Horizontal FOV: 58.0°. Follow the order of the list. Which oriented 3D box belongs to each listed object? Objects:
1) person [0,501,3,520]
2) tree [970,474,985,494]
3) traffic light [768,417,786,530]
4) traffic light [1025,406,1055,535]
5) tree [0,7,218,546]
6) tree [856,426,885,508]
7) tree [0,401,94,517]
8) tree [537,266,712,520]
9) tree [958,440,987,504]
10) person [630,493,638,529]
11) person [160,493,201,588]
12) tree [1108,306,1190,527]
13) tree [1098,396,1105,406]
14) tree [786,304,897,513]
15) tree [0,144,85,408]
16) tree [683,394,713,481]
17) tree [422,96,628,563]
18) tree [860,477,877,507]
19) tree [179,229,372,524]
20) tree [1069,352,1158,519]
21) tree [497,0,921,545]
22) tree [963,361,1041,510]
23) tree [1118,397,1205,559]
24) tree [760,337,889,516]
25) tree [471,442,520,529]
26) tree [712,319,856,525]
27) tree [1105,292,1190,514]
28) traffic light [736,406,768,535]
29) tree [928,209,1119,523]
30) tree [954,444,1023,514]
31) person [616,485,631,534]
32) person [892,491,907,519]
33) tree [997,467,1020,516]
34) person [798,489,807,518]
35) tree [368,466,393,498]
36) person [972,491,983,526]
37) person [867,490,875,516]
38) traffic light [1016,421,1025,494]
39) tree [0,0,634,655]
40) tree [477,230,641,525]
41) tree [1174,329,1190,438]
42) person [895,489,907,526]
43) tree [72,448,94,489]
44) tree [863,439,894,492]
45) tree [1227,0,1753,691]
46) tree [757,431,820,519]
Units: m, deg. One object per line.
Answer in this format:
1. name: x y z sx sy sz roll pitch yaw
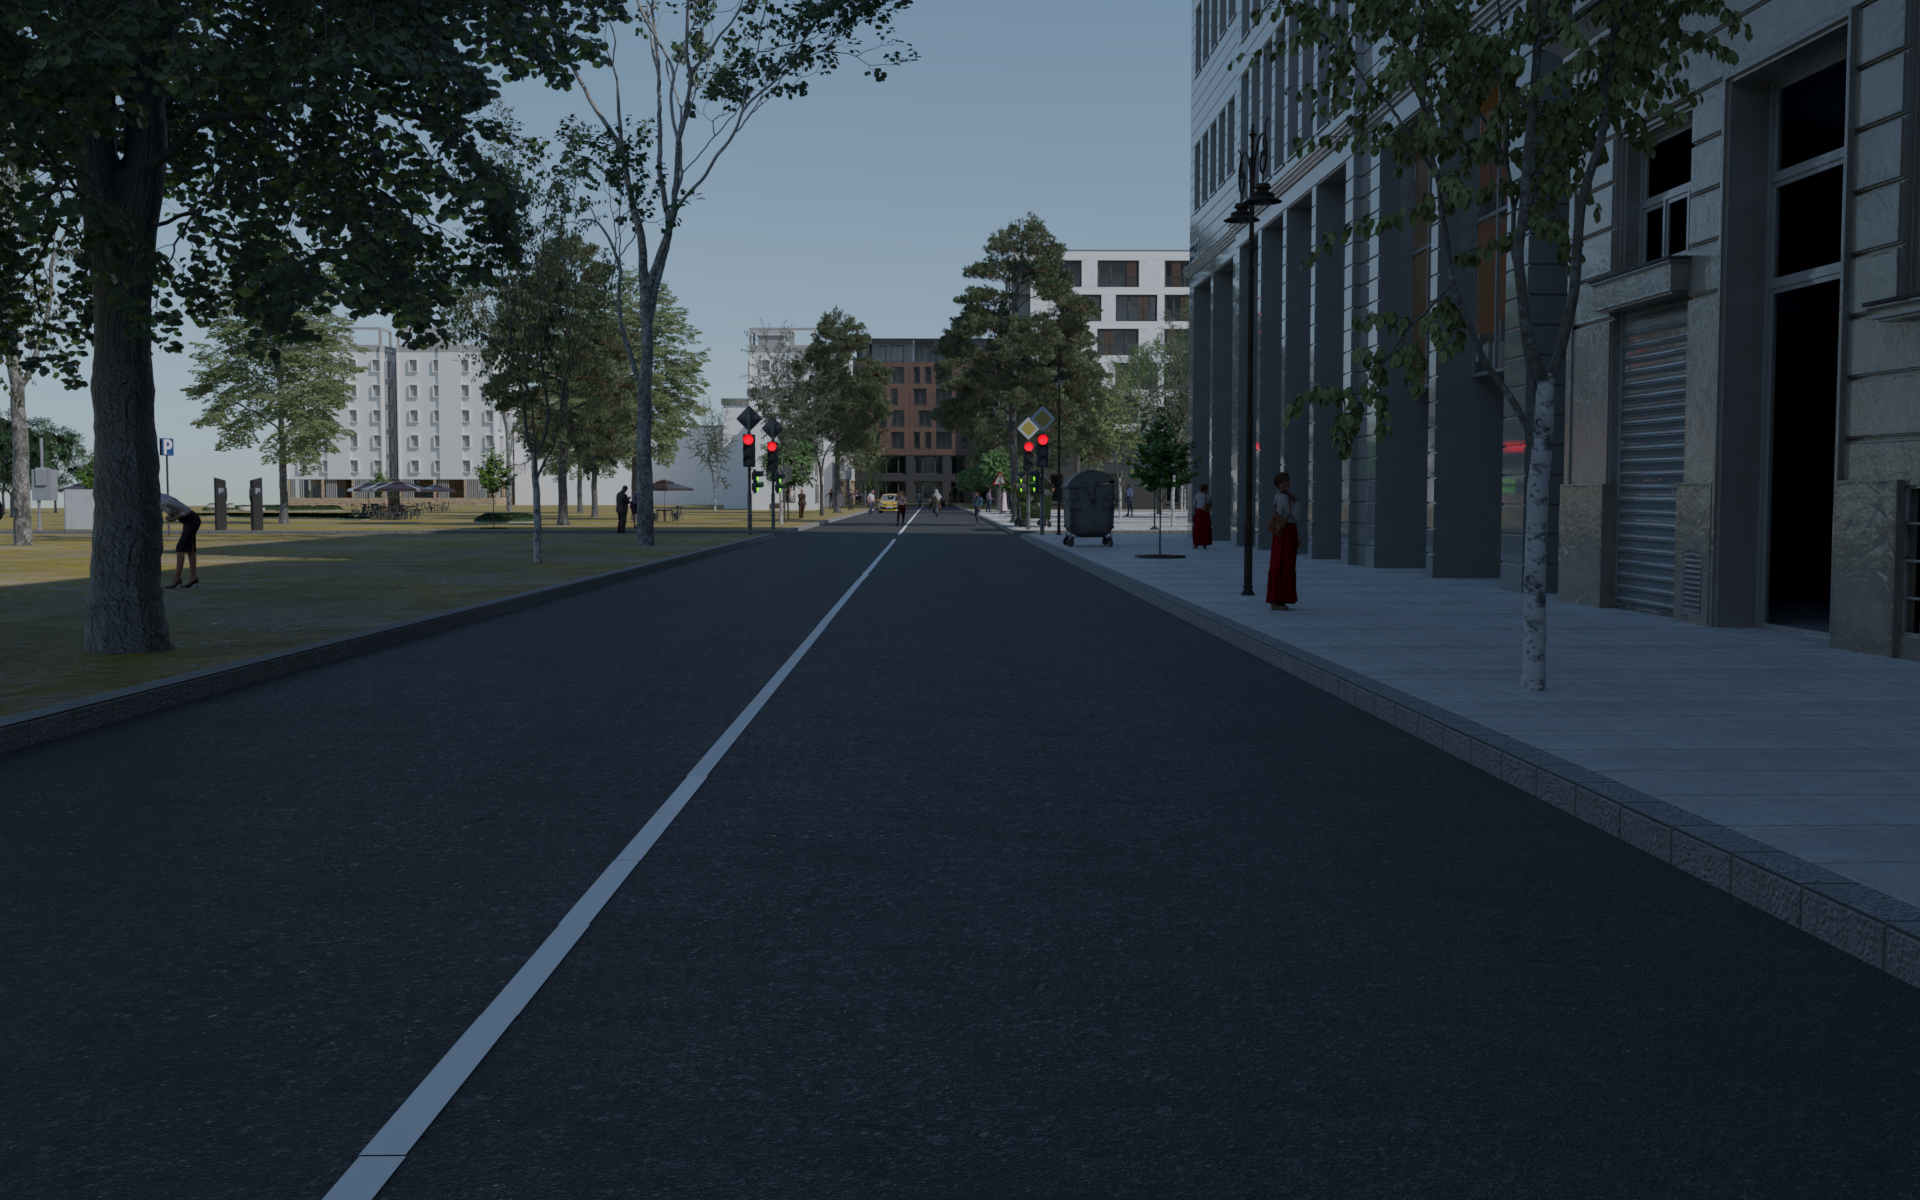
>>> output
1. person: -6.063 -0.213 10.342 0.431 1.722 0.655 1 4 22
2. tree: 1.741 -10.731 170.053 1.663 3.219 1.824 0 3 0
3. traffic light: -6.715 -4.470 62.324 0.839 4.213 0.868 0 4 -1
4. traffic light: 2.571 -3.991 54.500 0.839 4.213 0.868 0 4 -1
5. tree: -23.741 -11.338 41.264 12.611 20.169 13.585 0 3 0
6. tree: -8.962 -12.820 159.970 4.360 8.622 3.978 0 3 0
7. tree: -63.567 -9.058 111.008 11.467 7.101 20.602 -1 4 -9
8. tree: -15.870 -10.297 86.478 7.486 12.596 7.792 0 3 0
9. tree: 1.742 -16.130 214.082 4.360 8.622 3.978 0 3 0
10. person: -11.945 -3.356 64.144 0.421 1.427 0.697 -2 4 -35
11. person: -10.734 -0.876 23.550 0.628 1.438 0.799 1 4 11
12. tree: 8.045 -7.110 66.616 4.360 8.622 3.978 0 3 0
13. tree: 12.767 -11.228 109.328 9.928 11.665 9.643 0 3 0
14. tree: -8.041 -12.787 116.484 7.806 13.903 7.818 0 3 0
15. tree: -17.436 -4.890 30.308 4.360 8.622 3.978 0 3 0
16. tree: -18.022 -10.772 126.482 4.360 8.622 3.978 0 3 0
17. tree: -7.861 -4.979 31.772 4.360 8.622 3.978 0 3 0
18. tree: -9.974 -11.689 185.716 1.663 3.219 1.824 0 3 0
19. tree: -29.293 -9.556 74.371 7.486 12.596 7.792 0 3 0
20. tree: 8.369 -8.498 89.304 4.737 8.622 4.395 0 3 0
21. tree: -6.759 -11.491 43.761 12.611 20.169 13.585 0 3 0
22. tree: 3.099 -13.048 135.383 6.751 12.117 7.091 0 3 0
23. tree: 3.908 -2.454 34.729 1.663 3.219 1.824 0 3 0
24. tree: -8.012 -10.237 101.786 8.767 10.594 7.601 1 4 12
25. tree: -17.141 -4.251 64.109 1.663 3.219 1.824 0 3 0
26. tree: -7.361 -7.471 72.517 4.360 8.622 3.978 0 3 0
27. tree: 13.035 -9.131 75.050 9.928 11.665 9.643 0 3 0
28. traffic light: -6.588 -3.981 54.340 0.839 4.213 0.868 0 4 -1
29. tree: 2.256 -10.376 77.064 7.806 13.903 7.818 0 3 0
30. tree: 2.694 -7.973 114.075 4.285 4.588 4.351 0 3 0
31. person: -11.692 -3.125 60.281 0.565 1.739 0.600 1 4 21
32. person: -3.519 -5.535 100.956 0.963 1.587 0.435 0 4 4
33. tree: 2.897 -6.443 99.939 1.663 3.219 1.824 0 3 0
34. person: -8.446 -5.163 92.734 0.482 1.546 0.388 -1 4 -9
35. tree: -39.615 -7.547 117.990 1.663 3.219 1.824 0 3 0
36. person: 0.773 -4.052 76.967 0.429 1.552 0.499 -1 4 -21
37. person: -5.726 -6.323 112.823 0.436 1.711 0.756 3 5 42
38. traffic light: 2.445 -4.480 62.485 0.839 4.213 0.868 0 4 -1
39. tree: -6.936 -6.552 13.783 9.857 13.997 8.962 0 3 0
40. tree: -16.315 -9.108 70.965 6.751 12.117 7.091 0 3 0
41. tree: 15.668 -11.385 92.806 9.857 13.997 8.962 0 3 0
42. person: -2.638 -4.141 77.670 0.566 1.644 0.517 -3 4 -38
43. tree: -35.949 -4.746 72.196 1.663 3.219 1.824 0 3 0
44. tree: -9.232 -14.119 181.211 4.737 8.622 4.395 0 3 0
45. tree: 3.769 -3.730 11.343 4.737 8.622 4.395 0 3 0
46. tree: -8.684 -6.385 88.108 4.285 4.588 4.351 0 3 0
